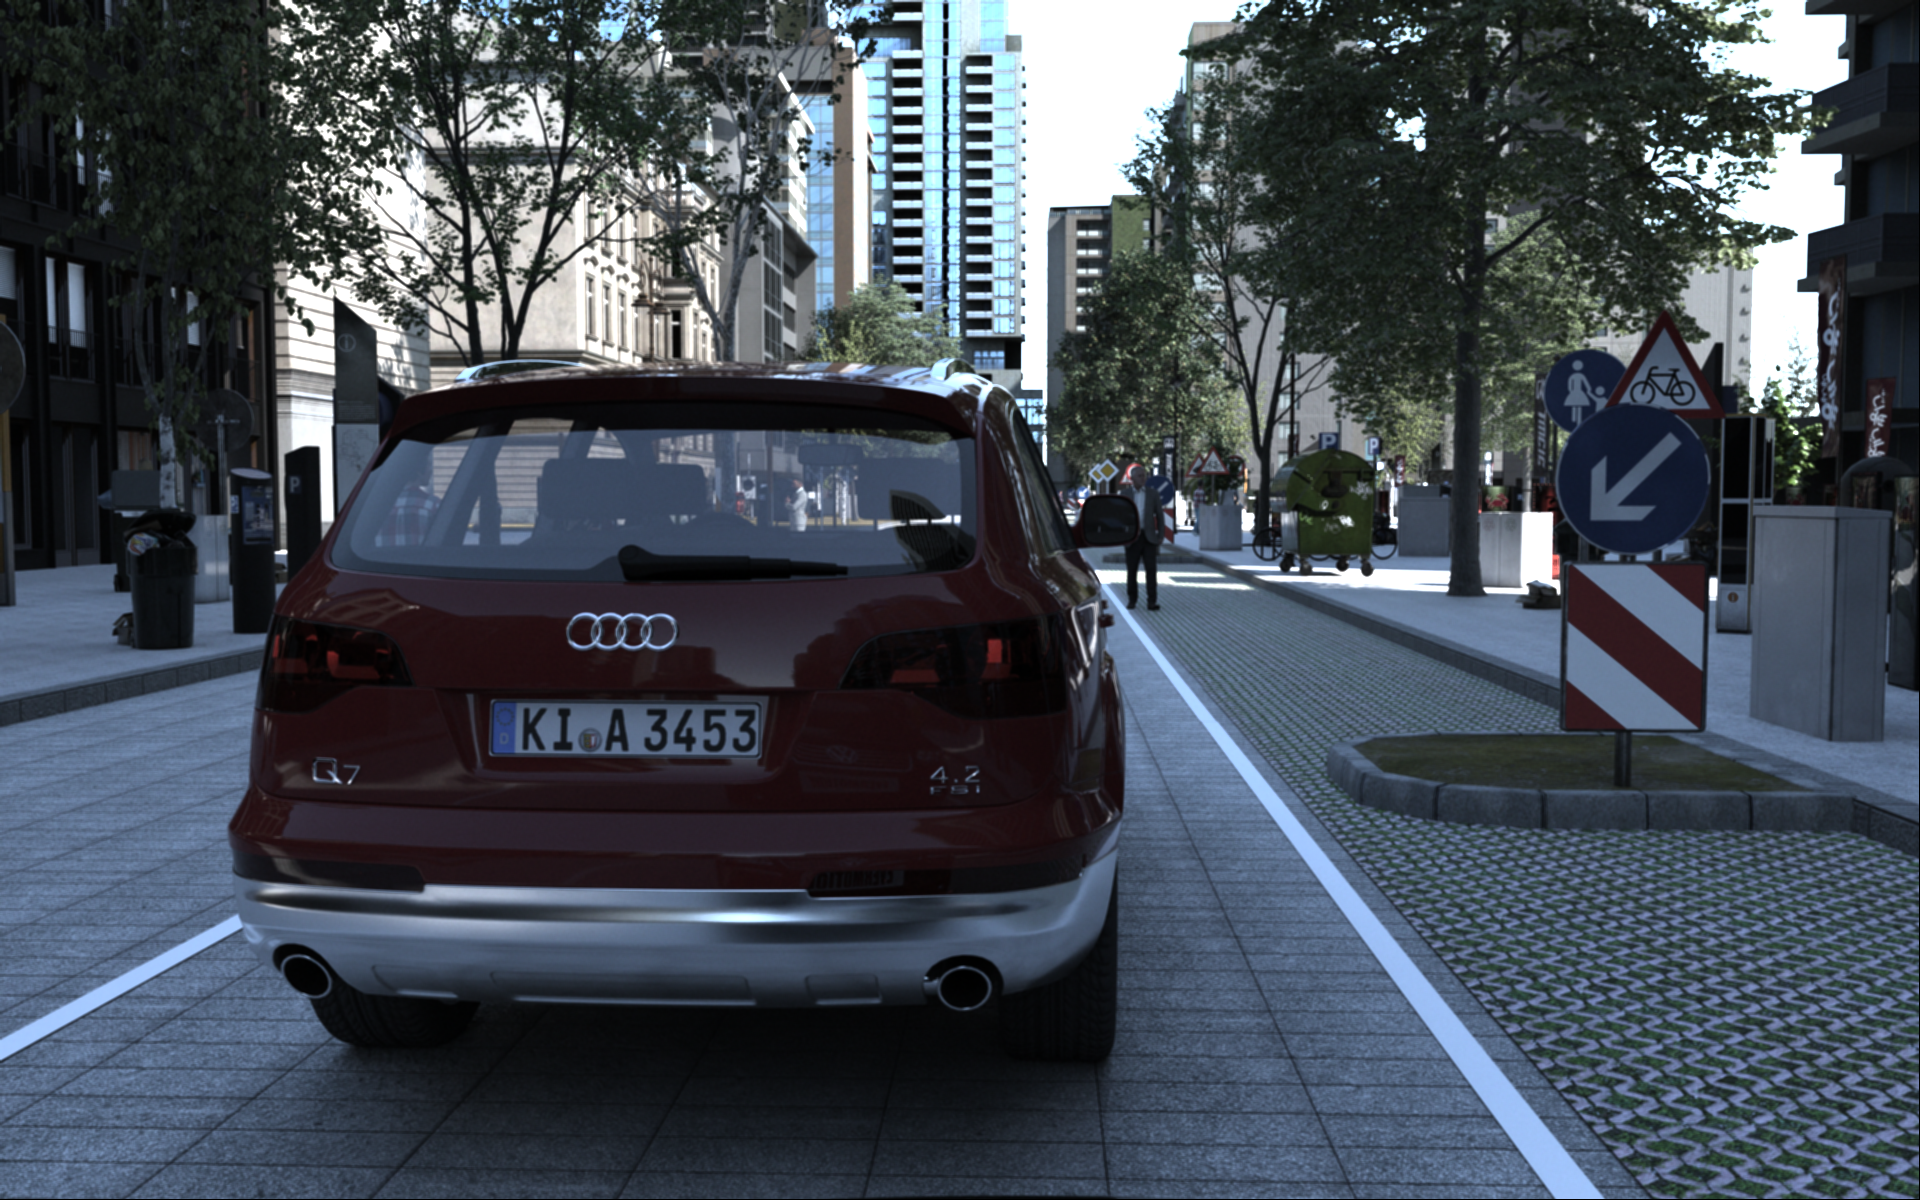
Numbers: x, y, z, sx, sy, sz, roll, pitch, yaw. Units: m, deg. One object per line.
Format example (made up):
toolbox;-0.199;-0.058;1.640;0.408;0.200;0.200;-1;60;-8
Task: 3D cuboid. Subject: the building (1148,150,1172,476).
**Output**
building;36.785;-37.724;240.495;21.600;48.544;21.300;0;4;2

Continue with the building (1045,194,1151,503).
building;18.820;-33.920;238.179;14.086;41.232;14.154;0;4;2

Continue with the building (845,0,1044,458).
building;-3.795;-56.852;242.201;31.000;86.520;22.319;0;4;2

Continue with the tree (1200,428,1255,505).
tree;7.414;-3.396;50.130;1.663;3.219;1.824;0;3;0

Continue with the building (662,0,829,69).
building;-29.614;-49.214;242.896;20.611;71.187;20.563;0;4;2

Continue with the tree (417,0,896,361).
tree;-7.355;-11.645;46.279;12.611;20.169;13.585;0;3;0

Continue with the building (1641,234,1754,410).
building;79.838;-25.965;196.223;14.107;30.474;14.160;0;4;2

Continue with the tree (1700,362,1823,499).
tree;11.971;-1.885;25.427;1.663;3.219;1.824;0;3;0

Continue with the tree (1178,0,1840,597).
tree;6.427;-6.296;21.060;7.486;12.596;7.792;0;3;0

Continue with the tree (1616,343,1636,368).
tree;32.634;-8.162;83.816;4.360;8.622;3.978;0;3;0

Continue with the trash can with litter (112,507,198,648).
trash can with litter;-6.847;-0.194;14.552;1.055;1.170;0.624;3;5;43

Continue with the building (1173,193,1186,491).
building;27.491;-24.243;168.073;14.160;30.474;14.107;0;4;2

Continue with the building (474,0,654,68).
building;-55.580;-56.999;244.604;31.000;86.520;22.319;0;4;2

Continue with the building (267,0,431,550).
building;-23.833;-11.907;43.824;18.267;20.994;9.793;0;4;2

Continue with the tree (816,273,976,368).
tree;-3.770;-11.793;99.475;9.857;13.997;8.962;0;3;0

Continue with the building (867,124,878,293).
building;-22.721;-33.153;196.675;28.867;44.769;22.147;0;4;2

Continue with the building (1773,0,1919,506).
building;29.251;-23.024;31.075;22.147;44.769;28.867;0;4;2

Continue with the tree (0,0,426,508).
tree;-7.557;-4.068;16.882;4.737;8.622;4.395;0;3;0

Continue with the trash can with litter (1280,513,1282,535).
trash can with litter;9.007;-2.188;47.158;0.624;1.170;1.055;2;4;26

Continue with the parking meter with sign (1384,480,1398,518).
parking meter with sign;23.634;-6.033;94.903;0.543;3.016;1.738;-3;4;-38

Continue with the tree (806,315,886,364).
tree;-4.770;-7.437;71.960;4.737;8.622;4.395;0;3;0

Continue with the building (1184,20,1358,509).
building;26.906;-28.749;153.640;14.154;41.232;14.086;0;4;2

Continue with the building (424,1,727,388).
building;-20.722;-16.626;90.915;14.460;24.649;34.723;0;4;2

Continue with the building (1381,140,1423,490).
building;58.715;-37.706;240.194;21.600;48.544;21.300;0;4;2

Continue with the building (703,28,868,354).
building;-16.665;-31.883;171.403;14.600;45.320;14.200;0;4;2

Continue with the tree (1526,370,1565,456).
tree;34.586;-9.168;100.264;4.360;8.622;3.978;0;3;0

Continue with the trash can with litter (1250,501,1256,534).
trash can with litter;9.570;-2.708;55.660;0.624;1.170;1.055;-1;4;-9

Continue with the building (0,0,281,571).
building;-21.634;-12.270;30.299;12.332;23.373;15.834;0;4;2

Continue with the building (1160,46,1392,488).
building;33.810;-34.856;189.502;23.786;49.044;30.456;0;4;2

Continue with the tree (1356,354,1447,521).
tree;20.667;-8.062;82.181;4.737;8.622;4.395;0;3;0

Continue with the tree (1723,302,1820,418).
tree;31.981;-7.127;66.893;4.360;8.622;3.978;0;3;0

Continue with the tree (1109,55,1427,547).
tree;7.395;-7.121;42.188;9.928;11.665;9.643;0;3;0

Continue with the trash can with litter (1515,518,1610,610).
trash can with litter;6.821;-0.492;19.428;1.055;1.170;0.624;-1;4;-23

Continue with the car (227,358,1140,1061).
car;-0.503;0.165;5.972;2.281;1.827;5.304;0;4;4

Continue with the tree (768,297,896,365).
tree;-5.324;-9.047;82.325;7.601;10.594;8.767;1;4;21

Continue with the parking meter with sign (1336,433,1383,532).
parking meter with sign;11.913;-3.445;52.580;1.738;3.016;0.543;-2;4;-25

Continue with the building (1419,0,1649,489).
building;62.369;-46.145;192.718;20.611;71.187;20.563;0;4;2

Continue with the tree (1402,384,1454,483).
tree;30.542;-9.983;113.584;4.360;8.622;3.978;0;3;0

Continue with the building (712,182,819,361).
building;-18.962;-18.647;123.952;14.314;24.678;30.058;0;4;2

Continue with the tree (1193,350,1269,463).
tree;13.412;-8.366;87.140;4.737;8.622;4.395;0;3;0

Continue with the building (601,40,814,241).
building;-26.507;-28.184;152.689;32.217;40.220;23.993;0;4;2

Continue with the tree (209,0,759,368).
tree;-7.072;-6.144;26.213;9.928;11.665;9.643;0;3;0

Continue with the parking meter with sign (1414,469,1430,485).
parking meter with sign;32.247;-7.662;121.538;1.738;3.016;0.543;0;4;-7
